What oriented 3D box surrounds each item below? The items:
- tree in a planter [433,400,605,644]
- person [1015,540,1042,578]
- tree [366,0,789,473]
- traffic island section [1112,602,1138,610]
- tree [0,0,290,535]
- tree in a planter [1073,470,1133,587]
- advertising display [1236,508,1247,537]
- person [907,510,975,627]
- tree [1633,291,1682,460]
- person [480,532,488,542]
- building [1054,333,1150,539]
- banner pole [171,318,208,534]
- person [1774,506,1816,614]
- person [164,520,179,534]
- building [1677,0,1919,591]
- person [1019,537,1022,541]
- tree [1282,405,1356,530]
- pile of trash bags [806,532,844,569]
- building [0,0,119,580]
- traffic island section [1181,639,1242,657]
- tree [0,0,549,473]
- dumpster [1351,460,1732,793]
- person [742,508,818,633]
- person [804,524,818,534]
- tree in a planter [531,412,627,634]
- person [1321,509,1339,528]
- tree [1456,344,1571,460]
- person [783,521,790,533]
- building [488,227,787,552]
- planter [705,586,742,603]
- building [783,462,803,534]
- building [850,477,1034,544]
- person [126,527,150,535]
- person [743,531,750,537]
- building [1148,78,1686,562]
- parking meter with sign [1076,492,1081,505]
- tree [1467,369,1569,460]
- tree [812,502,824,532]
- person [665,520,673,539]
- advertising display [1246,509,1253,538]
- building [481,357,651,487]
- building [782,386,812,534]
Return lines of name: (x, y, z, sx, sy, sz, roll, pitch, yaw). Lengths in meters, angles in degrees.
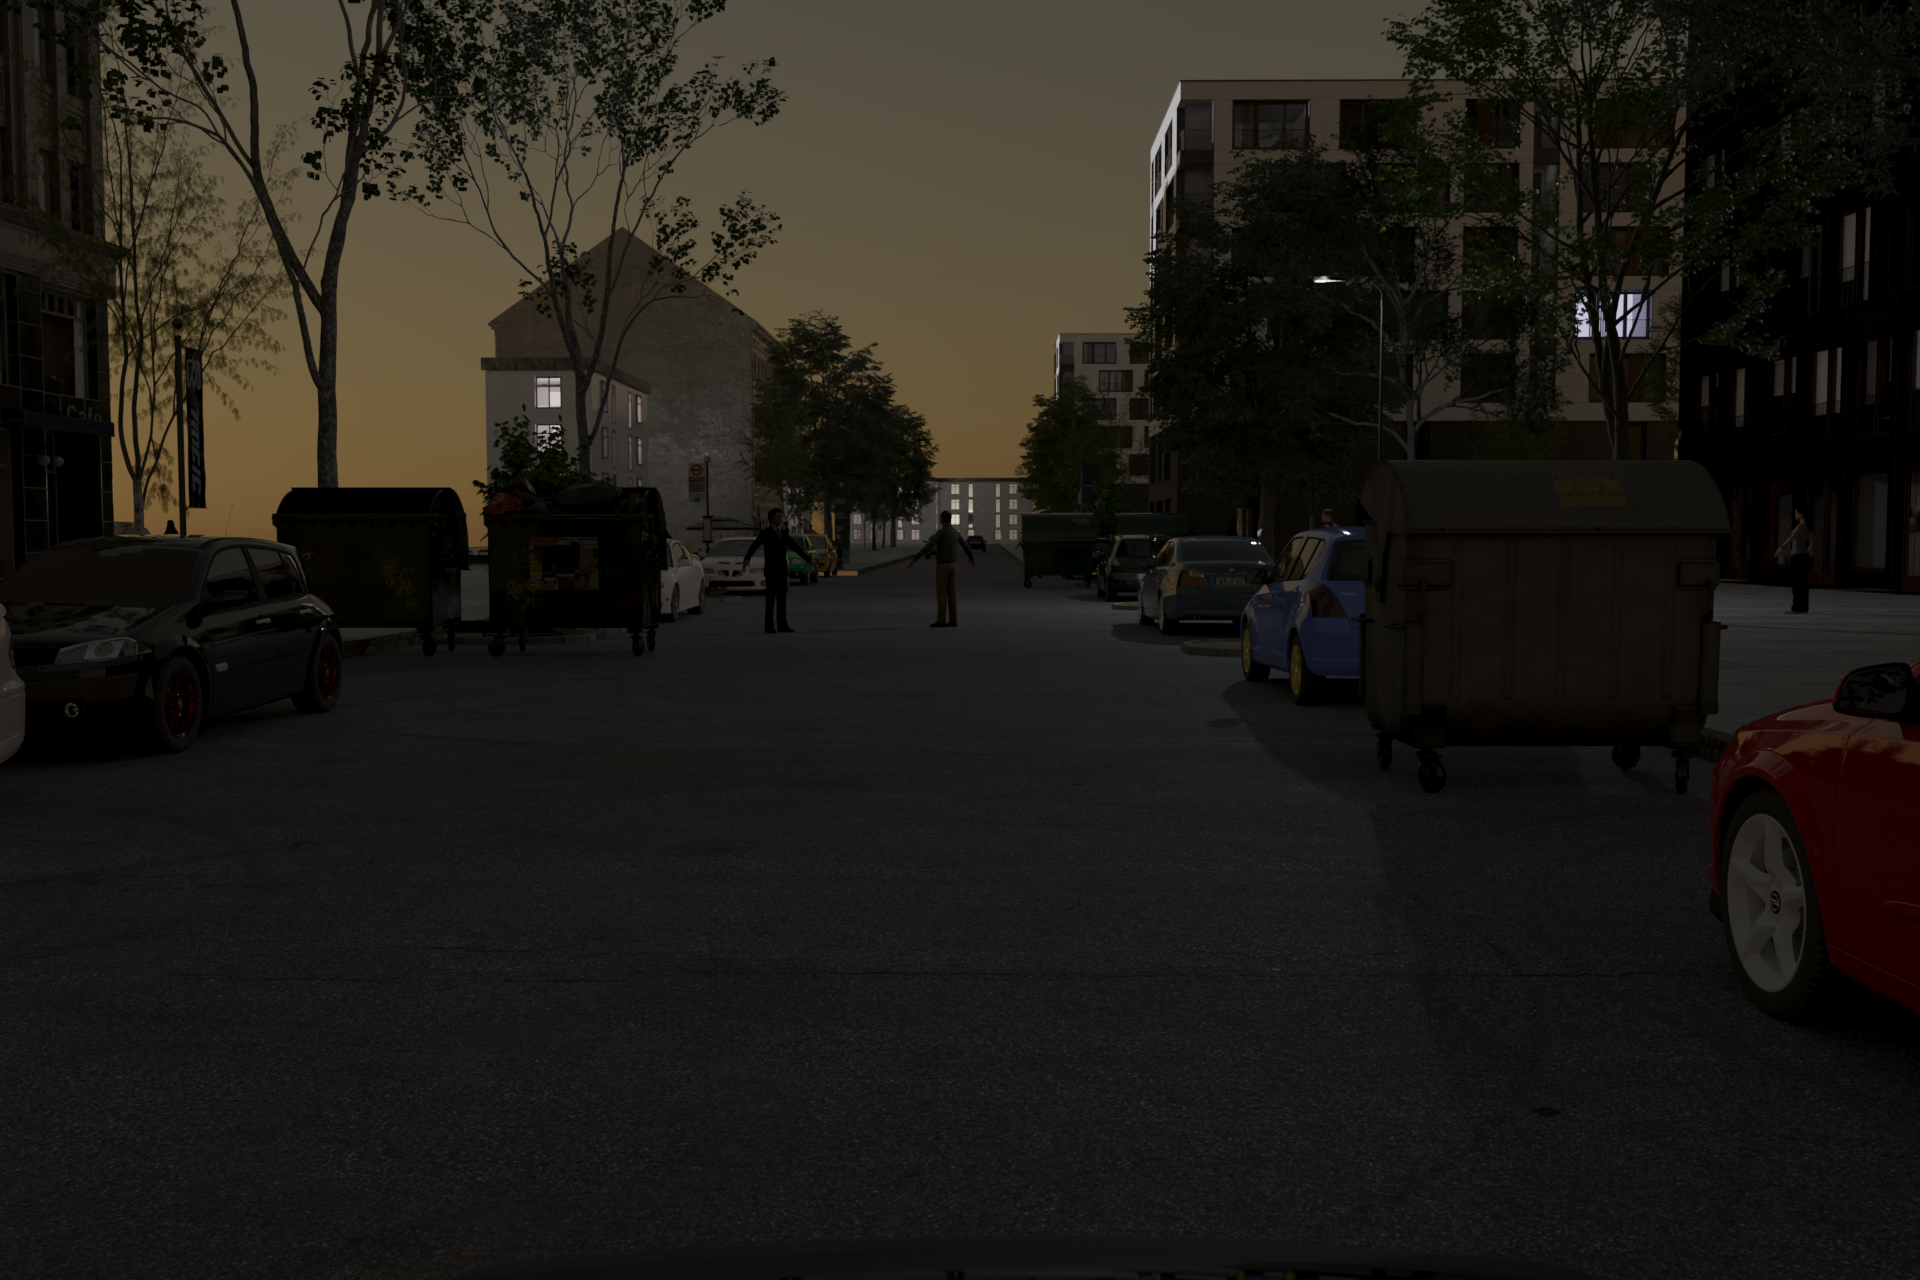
tree in a planter: (-5.915, -1.601, 23.391, 1.991, 3.239, 1.994, 0, 4, 1)
person: (2.486, -2.962, 57.022, 1.348, 1.813, 0.705, 0, 4, 7)
tree: (-10.738, -11.845, 49.550, 12.611, 20.169, 13.585, 0, 3, 0)
traffic island section: (3.942, -0.643, 33.387, 1.991, 0.108, 1.994, 0, 4, 2)
tree: (-11.549, -4.481, 23.628, 4.360, 8.622, 3.978, 0, 3, 0)
tree in a planter: (4.135, -3.102, 47.942, 1.991, 3.239, 1.994, 0, 4, 1)
advertising display: (7.113, -2.362, 43.827, 0.123, 1.923, 0.974, 0, 4, 1)
person: (-0.231, -1.099, 26.700, 1.348, 1.796, 0.705, -3, 5, -42)
tree: (29.540, -8.593, 66.255, 9.928, 11.665, 9.643, 0, 3, 0)
person: (-21.965, -4.585, 81.144, 1.347, 1.806, 0.705, 2, 4, 35)
building: (24.261, -21.318, 192.520, 27.936, 21.610, 32.646, 0, 4, 1)
banner pole: (-9.064, -1.859, 20.409, 0.401, 3.779, 0.863, 0, 4, 0)
person: (13.443, -1.288, 27.869, 1.217, 1.737, 0.721, -3, 5, -40)
person: (-25.222, -2.961, 55.194, 0.721, 1.737, 1.214, 1, 4, 12)
building: (25.766, -12.870, 39.086, 12.332, 23.479, 15.834, 0, 4, 1)
person: (3.518, -5.401, 95.109, 0.721, 1.733, 1.217, -1, 4, -18)
tree: (14.594, -7.390, 71.190, 4.360, 8.622, 3.978, 0, 3, 0)
pile of trash bags: (-5.202, -3.241, 62.742, 1.912, 1.369, 3.447, 0, 4, 2)
building: (-30.578, -15.768, 37.403, 16.754, 29.471, 25.880, 0, 4, 1)
traffic island section: (3.736, 0.103, 21.180, 1.991, 0.108, 1.994, 0, 4, 1)
tree: (-13.007, -10.824, 32.856, 12.611, 20.169, 13.585, 0, 3, 0)
dumpster: (3.304, -0.112, 10.044, 1.865, 1.857, 1.264, 0, 4, 0)
person: (-2.659, -1.013, 25.203, 1.347, 1.806, 0.705, -3, 5, -44)
person: (-8.199, -5.447, 94.992, 1.347, 1.837, 0.705, 1, 4, 11)
tree in a planter: (-5.910, -1.727, 25.465, 1.991, 3.239, 1.994, 0, 4, 1)
person: (6.322, -1.389, 29.666, 0.541, 1.710, 0.530, -2, 4, -31)
tree: (21.456, -7.046, 65.560, 4.360, 8.622, 3.978, 0, 3, 0)
person: (-7.354, -4.079, 72.830, 0.704, 1.812, 1.346, 1, 4, 12)
building: (-23.991, -18.496, 133.343, 19.493, 23.208, 18.063, 0, 4, 1)
planter: (-5.716, -0.968, 36.964, 1.991, 0.319, 1.994, 0, 4, 2)
building: (-21.479, -15.087, 188.823, 9.099, 9.664, 28.070, 0, 4, 1)
building: (-3.296, -18.973, 254.806, 28.070, 9.664, 9.099, 0, 4, 6)
person: (-20.835, -2.269, 44.075, 0.756, 1.711, 0.436, 1, 4, 10)
person: (-11.520, -5.147, 93.426, 0.991, 1.433, 0.599, 0, 4, -3)
building: (24.049, -15.317, 94.412, 27.936, 21.610, 32.646, 0, 4, 1)
parking meter with sign: (5.067, -4.548, 70.622, 0.543, 3.016, 1.738, 0, 4, 0)
tree: (24.342, -7.608, 74.750, 4.737, 8.622, 4.395, 0, 3, 0)
tree: (-19.546, -18.615, 254.711, 4.360, 8.622, 3.978, 0, 3, 0)
person: (-10.359, -3.333, 60.712, 0.704, 1.802, 1.346, 1, 4, 19)
advertising display: (7.434, -2.424, 44.849, 0.123, 1.923, 0.974, 0, 4, 0)
building: (-21.735, -9.434, 96.389, 9.099, 9.664, 28.070, 0, 4, 1)
building: (-24.591, -21.914, 214.714, 16.016, 20.090, 11.380, 0, 4, 0)
